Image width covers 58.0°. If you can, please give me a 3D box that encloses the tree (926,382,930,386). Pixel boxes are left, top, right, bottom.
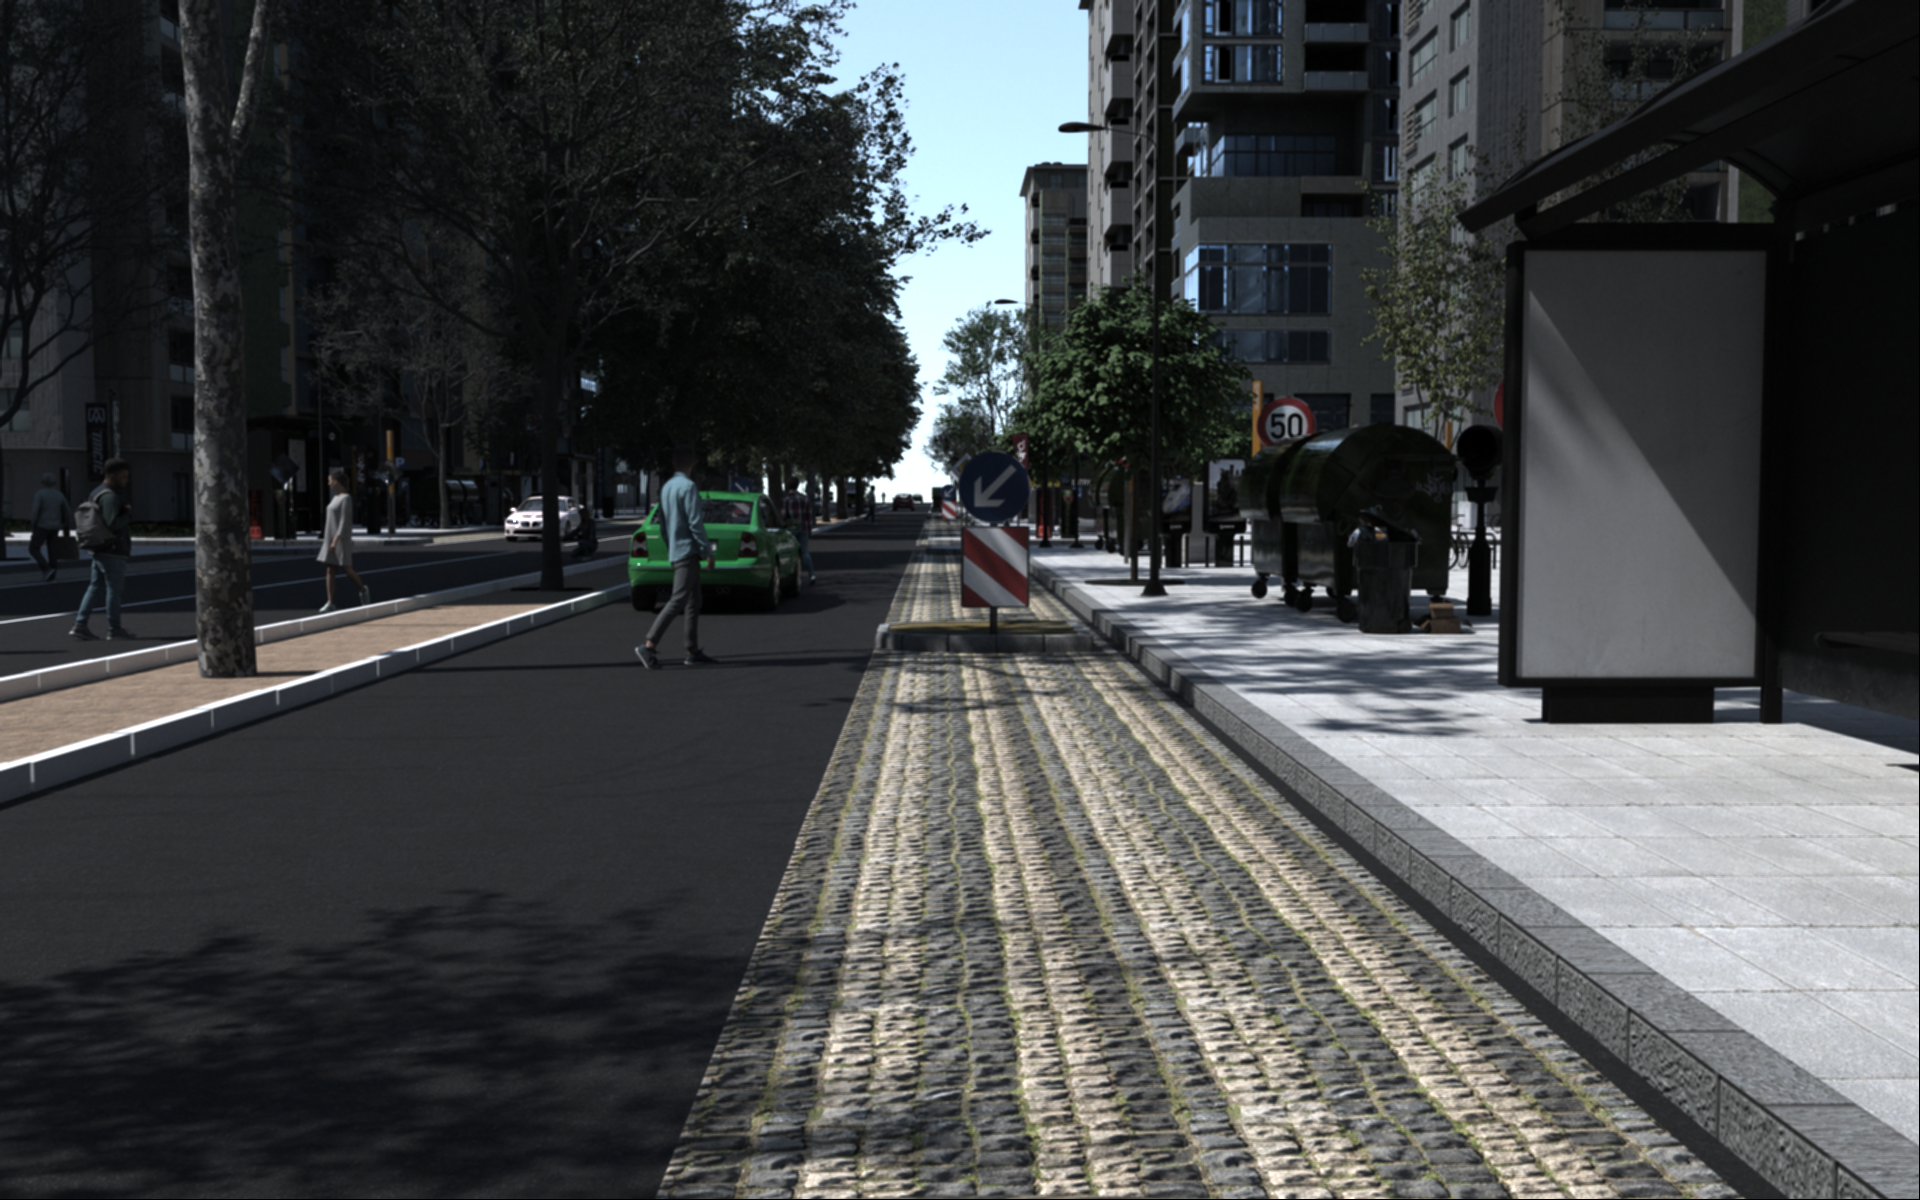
[{"bbox_3d":[-6.421,-12.345,110.946,9.857,13.997,8.962,0,3,0],"label":"tree"}]

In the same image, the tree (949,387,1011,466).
[{"bbox_3d":[1.875,-10.215,117.378,4.360,8.622,3.978,0,3,0],"label":"tree"}]

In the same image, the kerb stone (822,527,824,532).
[{"bbox_3d":[-5.278,-2.602,64.740,0.120,0.150,1.000,0,4,-1],"label":"kerb stone"}]

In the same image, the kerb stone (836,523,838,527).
[{"bbox_3d":[-5.402,-3.166,73.961,0.120,0.150,1.000,0,4,-1],"label":"kerb stone"}]

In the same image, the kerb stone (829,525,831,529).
[{"bbox_3d":[-5.335,-2.849,68.833,0.120,0.150,1.000,0,4,-1],"label":"kerb stone"}]

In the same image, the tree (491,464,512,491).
[{"bbox_3d":[-29.270,-7.065,110.118,1.663,3.219,1.824,0,3,0],"label":"tree"}]

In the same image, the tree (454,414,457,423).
[{"bbox_3d":[-28.513,-9.452,104.903,4.360,8.622,3.978,0,3,0],"label":"tree"}]

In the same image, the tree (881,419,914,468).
[{"bbox_3d":[-7.127,-11.213,120.198,8.767,10.594,7.601,0,4,-1],"label":"tree"}]

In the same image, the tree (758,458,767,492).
[{"bbox_3d":[-20.618,-13.443,170.149,4.737,8.622,4.395,0,3,0],"label":"tree"}]

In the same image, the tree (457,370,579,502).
[{"bbox_3d":[-19.666,-7.847,78.662,4.360,8.622,3.978,0,3,0],"label":"tree"}]

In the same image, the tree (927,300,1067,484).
[{"bbox_3d":[2.219,-10.142,91.581,9.928,11.665,9.643,0,3,0],"label":"tree"}]

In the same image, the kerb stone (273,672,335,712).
[{"bbox_3d":[-4.545,0.637,11.889,0.120,0.150,1.000,0,4,-1],"label":"kerb stone"}]

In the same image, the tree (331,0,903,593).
[{"bbox_3d":[-6.063,-6.881,25.325,12.009,13.543,11.850,0,3,0],"label":"tree"}]

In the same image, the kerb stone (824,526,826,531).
[{"bbox_3d":[-5.295,-2.662,65.762,0.120,0.150,1.000,0,4,-1],"label":"kerb stone"}]

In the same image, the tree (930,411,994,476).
[{"bbox_3d":[1.131,-15.573,189.032,7.601,10.594,8.767,3,5,42],"label":"tree"}]

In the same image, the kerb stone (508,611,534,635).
[{"bbox_3d":[-4.642,0.254,18.050,0.120,0.150,1.000,0,4,-1],"label":"kerb stone"}]

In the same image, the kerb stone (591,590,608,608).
[{"bbox_3d":[-4.692,0.003,22.144,0.120,0.150,1.000,0,4,-1],"label":"kerb stone"}]

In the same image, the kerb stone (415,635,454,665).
[{"bbox_3d":[-4.594,0.444,14.972,0.120,0.150,1.000,0,4,-1],"label":"kerb stone"}]

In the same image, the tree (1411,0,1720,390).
[{"bbox_3d":[9.049,-4.585,25.323,4.360,8.622,3.978,0,3,0],"label":"tree"}]

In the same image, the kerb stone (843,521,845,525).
[{"bbox_3d":[-5.475,-3.480,79.092,0.120,0.150,1.000,0,4,-1],"label":"kerb stone"}]

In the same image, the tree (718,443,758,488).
[{"bbox_3d":[-21.144,-12.428,153.567,4.737,8.622,4.395,0,3,0],"label":"tree"}]

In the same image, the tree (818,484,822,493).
[{"bbox_3d":[-22.573,-16.998,272.519,1.663,3.219,1.824,0,3,0],"label":"tree"}]

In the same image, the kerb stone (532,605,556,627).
[{"bbox_3d":[-4.649,0.191,19.072,0.120,0.150,1.000,0,4,-1],"label":"kerb stone"}]

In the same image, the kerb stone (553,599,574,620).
[{"bbox_3d":[-4.668,0.129,20.094,0.120,0.150,1.000,0,4,-1],"label":"kerb stone"}]

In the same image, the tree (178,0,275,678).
[{"bbox_3d":[-4.512,-9.405,12.119,12.611,20.169,13.585,0,3,0],"label":"tree"}]

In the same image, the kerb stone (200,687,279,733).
[{"bbox_3d":[-4.538,0.693,10.866,0.120,0.150,1.000,0,4,-1],"label":"kerb stone"}]

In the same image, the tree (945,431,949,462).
[{"bbox_3d":[0.904,-12.551,155.578,4.360,8.622,3.978,0,3,0],"label":"tree"}]

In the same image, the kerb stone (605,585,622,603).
[{"bbox_3d":[-4.704,-0.059,23.170,0.120,0.150,1.000,0,4,-1],"label":"kerb stone"}]

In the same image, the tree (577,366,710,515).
[{"bbox_3d":[-19.061,-10.437,105.063,8.767,10.594,7.601,-1,4,-8],"label":"tree"}]

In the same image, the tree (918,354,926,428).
[{"bbox_3d":[-6.568,-11.431,96.003,9.857,13.997,8.962,0,3,0],"label":"tree"}]

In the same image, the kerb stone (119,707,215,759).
[{"bbox_3d":[-4.522,0.759,9.843,0.120,0.150,1.000,0,4,-1],"label":"kerb stone"}]

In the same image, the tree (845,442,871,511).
[{"bbox_3d":[-6.860,-9.241,103.907,4.360,8.622,3.978,0,3,0],"label":"tree"}]

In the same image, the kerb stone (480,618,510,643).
[{"bbox_3d":[-4.629,0.317,17.018,0.120,0.150,1.000,0,4,-1],"label":"kerb stone"}]

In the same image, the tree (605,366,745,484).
[{"bbox_3d":[-19.413,-12.278,117.747,9.611,12.733,9.660,0,3,0],"label":"tree"}]

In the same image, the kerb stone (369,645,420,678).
[{"bbox_3d":[-4.580,0.504,13.947,0.120,0.150,1.000,0,4,-1],"label":"kerb stone"}]

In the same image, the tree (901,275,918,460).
[{"bbox_3d":[-6.007,-9.006,56.354,9.857,13.997,8.962,0,3,0],"label":"tree"}]

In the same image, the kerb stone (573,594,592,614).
[{"bbox_3d":[-4.672,0.066,21.116,0.120,0.150,1.000,0,4,-1],"label":"kerb stone"}]

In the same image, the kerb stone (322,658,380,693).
[{"bbox_3d":[-4.569,0.571,12.920,0.120,0.150,1.000,0,4,-1],"label":"kerb stone"}]

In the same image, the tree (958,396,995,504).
[{"bbox_3d":[0.137,-18.756,217.035,12.009,13.543,11.850,0,3,0],"label":"tree"}]

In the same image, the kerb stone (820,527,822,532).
[{"bbox_3d":[-5.261,-2.535,63.718,0.120,0.150,1.000,0,4,-1],"label":"kerb stone"}]

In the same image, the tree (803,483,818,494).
[{"bbox_3d":[-21.554,-15.283,244.479,1.663,3.219,1.824,0,3,0],"label":"tree"}]

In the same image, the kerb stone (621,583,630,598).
[{"bbox_3d":[-4.728,-0.122,24.192,0.120,0.150,1.000,0,4,-1],"label":"kerb stone"}]

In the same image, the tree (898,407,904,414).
[{"bbox_3d":[-6.717,-10.196,87.288,7.486,12.596,7.792,0,3,0],"label":"tree"}]

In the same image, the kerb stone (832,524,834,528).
[{"bbox_3d":[-5.365,-2.978,70.890,0.120,0.150,1.000,0,4,-1],"label":"kerb stone"}]

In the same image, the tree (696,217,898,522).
[{"bbox_3d":[-6.408,-8.842,65.147,7.486,12.596,7.792,0,3,0],"label":"tree"}]

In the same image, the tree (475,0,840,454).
[{"bbox_3d":[-5.952,-7.859,37.615,9.857,13.997,8.962,0,3,0],"label":"tree"}]

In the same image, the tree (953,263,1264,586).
[{"bbox_3d":[2.541,-2.504,24.655,4.285,4.588,4.351,0,3,0],"label":"tree"}]

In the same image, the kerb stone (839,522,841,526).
[{"bbox_3d":[-5.437,-3.291,76.006,0.120,0.150,1.000,0,4,-1],"label":"kerb stone"}]

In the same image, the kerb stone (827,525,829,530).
[{"bbox_3d":[-5.318,-2.790,67.807,0.120,0.150,1.000,0,4,-1],"label":"kerb stone"}]

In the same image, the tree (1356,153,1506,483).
[{"bbox_3d":[10.398,-5.335,37.597,4.737,8.622,4.395,0,3,0],"label":"tree"}]

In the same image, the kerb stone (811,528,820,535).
[{"bbox_3d":[-5.248,-2.476,62.678,0.120,0.150,1.000,0,4,-1],"label":"kerb stone"}]

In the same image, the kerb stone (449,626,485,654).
[{"bbox_3d":[-4.606,0.379,15.996,0.120,0.150,1.000,0,4,-1],"label":"kerb stone"}]
